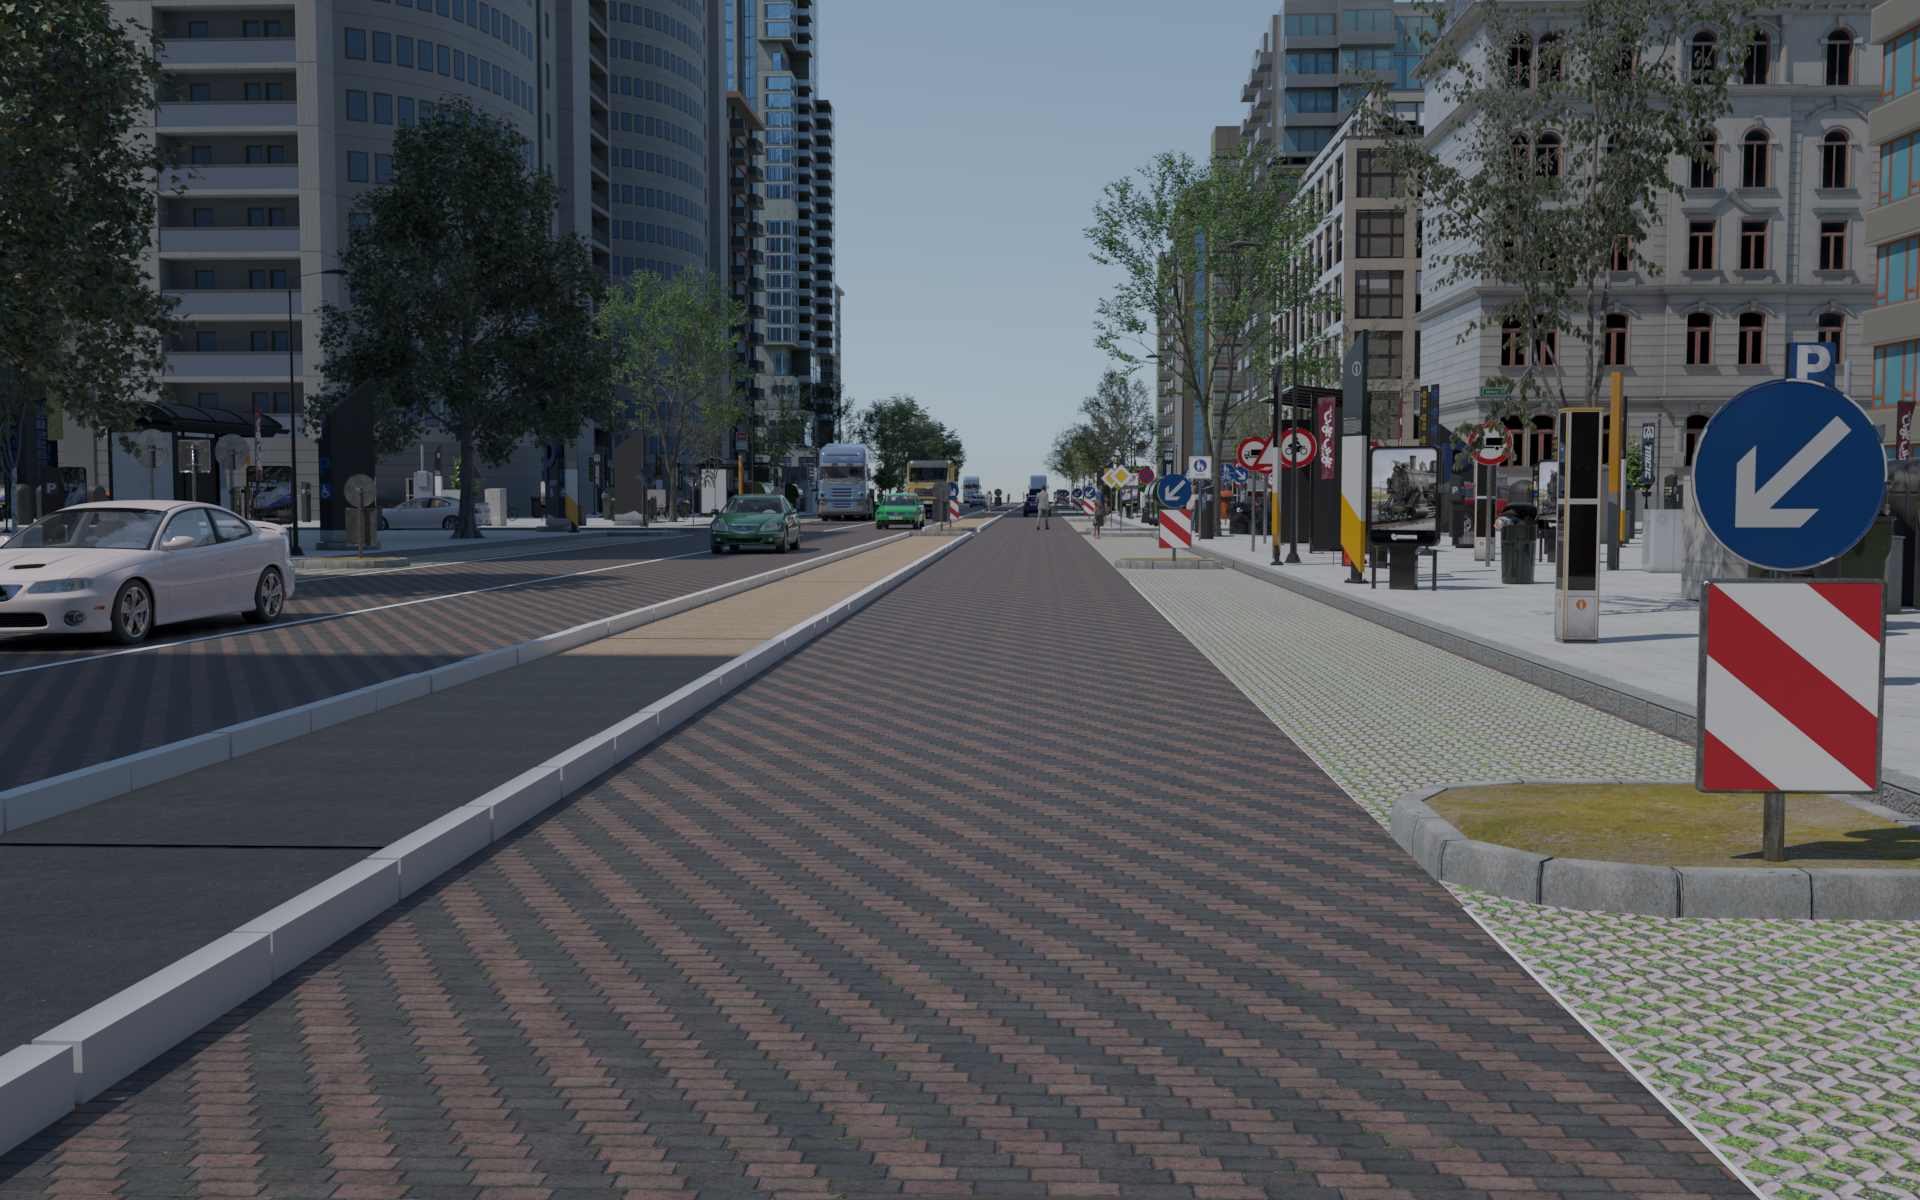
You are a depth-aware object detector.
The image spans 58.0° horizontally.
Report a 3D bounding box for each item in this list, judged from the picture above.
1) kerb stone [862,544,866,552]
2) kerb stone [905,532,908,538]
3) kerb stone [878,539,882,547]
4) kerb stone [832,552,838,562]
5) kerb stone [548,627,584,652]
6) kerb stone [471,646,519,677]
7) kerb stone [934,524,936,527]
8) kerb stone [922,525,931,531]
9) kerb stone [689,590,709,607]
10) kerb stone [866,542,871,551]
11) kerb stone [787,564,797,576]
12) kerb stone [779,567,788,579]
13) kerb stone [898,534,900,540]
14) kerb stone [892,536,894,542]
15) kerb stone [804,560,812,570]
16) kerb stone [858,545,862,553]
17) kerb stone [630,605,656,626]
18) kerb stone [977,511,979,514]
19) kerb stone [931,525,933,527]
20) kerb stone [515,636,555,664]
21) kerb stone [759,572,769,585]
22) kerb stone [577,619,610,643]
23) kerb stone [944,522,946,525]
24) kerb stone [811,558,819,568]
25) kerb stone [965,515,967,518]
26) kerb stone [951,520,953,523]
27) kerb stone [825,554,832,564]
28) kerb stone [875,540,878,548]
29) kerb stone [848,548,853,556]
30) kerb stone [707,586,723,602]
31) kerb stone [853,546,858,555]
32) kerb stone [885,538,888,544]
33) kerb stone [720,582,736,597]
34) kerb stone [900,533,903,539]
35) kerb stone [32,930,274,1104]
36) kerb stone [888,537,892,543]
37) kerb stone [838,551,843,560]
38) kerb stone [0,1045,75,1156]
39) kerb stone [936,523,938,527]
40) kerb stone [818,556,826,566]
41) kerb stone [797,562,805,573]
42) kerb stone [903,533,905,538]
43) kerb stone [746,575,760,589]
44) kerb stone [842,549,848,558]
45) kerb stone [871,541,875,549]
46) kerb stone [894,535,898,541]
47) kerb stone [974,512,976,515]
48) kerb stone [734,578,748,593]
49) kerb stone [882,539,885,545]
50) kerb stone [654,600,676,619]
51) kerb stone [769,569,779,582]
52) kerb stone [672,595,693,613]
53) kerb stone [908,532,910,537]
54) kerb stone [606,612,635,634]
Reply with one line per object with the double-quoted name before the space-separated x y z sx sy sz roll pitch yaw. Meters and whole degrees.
"kerb stone" -2.471 -1.246 42.572 0.120 0.150 1.000 0 4 3
"kerb stone" -1.859 -2.057 55.885 0.120 0.150 1.000 0 4 3
"kerb stone" -2.281 -1.497 46.667 0.120 0.150 1.000 0 4 3
"kerb stone" -2.744 -0.871 36.436 0.120 0.150 1.000 0 4 3
"kerb stone" -3.681 0.386 15.970 0.120 0.150 1.000 0 4 3
"kerb stone" -3.774 0.508 13.927 0.120 0.150 1.000 0 4 3
"kerb stone" -1.172 -2.968 70.765 0.120 0.150 1.000 0 4 3
"kerb stone" -1.323 -2.776 67.693 0.120 0.150 1.000 0 4 3
"kerb stone" -3.396 0.006 22.101 0.120 0.150 1.000 0 4 3
"kerb stone" -2.419 -1.309 43.593 0.120 0.150 1.000 0 4 3
"kerb stone" -3.020 -0.496 30.304 0.120 0.150 1.000 0 4 3
"kerb stone" -3.079 -0.430 29.271 0.120 0.150 1.000 0 4 3
"kerb stone" -1.995 -1.863 52.819 0.120 0.150 1.000 0 4 3
"kerb stone" -2.098 -1.748 50.769 0.120 0.150 1.000 0 4 3
"kerb stone" -2.931 -0.620 32.348 0.120 0.150 1.000 0 4 3
"kerb stone" -2.521 -1.184 41.549 0.120 0.150 1.000 0 4 3
"kerb stone" -3.542 0.193 19.036 0.120 0.150 1.000 0 4 3
"kerb stone" 1.024 -5.915 118.903 0.120 0.150 1.000 0 4 3
"kerb stone" -1.263 -2.845 68.715 0.120 0.150 1.000 0 4 3
"kerb stone" -3.719 0.449 14.948 0.120 0.150 1.000 0 4 3
"kerb stone" -3.173 -0.305 27.220 0.120 0.150 1.000 0 4 3
"kerb stone" -3.641 0.318 16.991 0.120 0.150 1.000 0 4 3
"kerb stone" -0.846 -3.410 77.941 0.120 0.150 1.000 0 4 3
"kerb stone" -2.889 -0.683 33.369 0.120 0.150 1.000 0 4 3
"kerb stone" 0.181 -4.787 100.460 0.120 0.150 1.000 0 4 3
"kerb stone" -0.566 -3.786 84.092 0.120 0.150 1.000 0 4 3
"kerb stone" -2.795 -0.807 35.412 0.120 0.150 1.000 0 4 3
"kerb stone" -2.324 -1.434 45.635 0.120 0.150 1.000 0 4 3
"kerb stone" -2.610 -1.058 39.500 0.120 0.150 1.000 0 4 3
"kerb stone" -3.346 -0.057 23.122 0.120 0.150 1.000 0 4 3
"kerb stone" -2.560 -1.118 40.527 0.120 0.150 1.000 0 4 3
"kerb stone" -2.188 -1.622 48.713 0.120 0.150 1.000 0 4 3
"kerb stone" -3.307 -0.119 24.146 0.120 0.150 1.000 0 4 3
"kerb stone" -1.947 -1.936 53.842 0.120 0.150 1.000 0 4 3
"kerb stone" -2.097 1.078 4.567 0.120 0.150 1.000 0 4 3
"kerb stone" -2.140 -1.681 49.748 0.120 0.150 1.000 0 4 3
"kerb stone" -2.701 -0.933 37.458 0.120 0.150 1.000 0 4 3
"kerb stone" -2.146 1.141 3.537 0.120 0.150 1.000 0 4 3
"kerb stone" -1.126 -3.033 71.786 0.120 0.150 1.000 0 4 3
"kerb stone" -2.838 -0.746 34.390 0.120 0.150 1.000 0 4 3
"kerb stone" -2.981 -0.558 31.325 0.120 0.150 1.000 0 4 3
"kerb stone" -1.908 -1.997 54.864 0.120 0.150 1.000 0 4 3
"kerb stone" -3.210 -0.244 26.198 0.120 0.150 1.000 0 4 3
"kerb stone" -2.650 -0.996 38.479 0.120 0.150 1.000 0 4 3
"kerb stone" -2.366 -1.368 44.614 0.120 0.150 1.000 0 4 3
"kerb stone" -2.043 -1.810 51.790 0.120 0.150 1.000 0 4 3
"kerb stone" 0.780 -5.601 113.787 0.120 0.150 1.000 0 4 3
"kerb stone" -3.262 -0.182 25.170 0.120 0.150 1.000 0 4 3
"kerb stone" -2.234 -1.559 47.692 0.120 0.150 1.000 0 4 3
"kerb stone" -3.488 0.131 20.059 0.120 0.150 1.000 0 4 3
"kerb stone" -3.121 -0.370 28.250 0.120 0.150 1.000 0 4 3
"kerb stone" -3.443 0.068 21.080 0.120 0.150 1.000 0 4 3
"kerb stone" -1.813 -2.123 56.907 0.120 0.150 1.000 0 4 3
"kerb stone" -3.584 0.256 18.013 0.120 0.150 1.000 0 4 3
